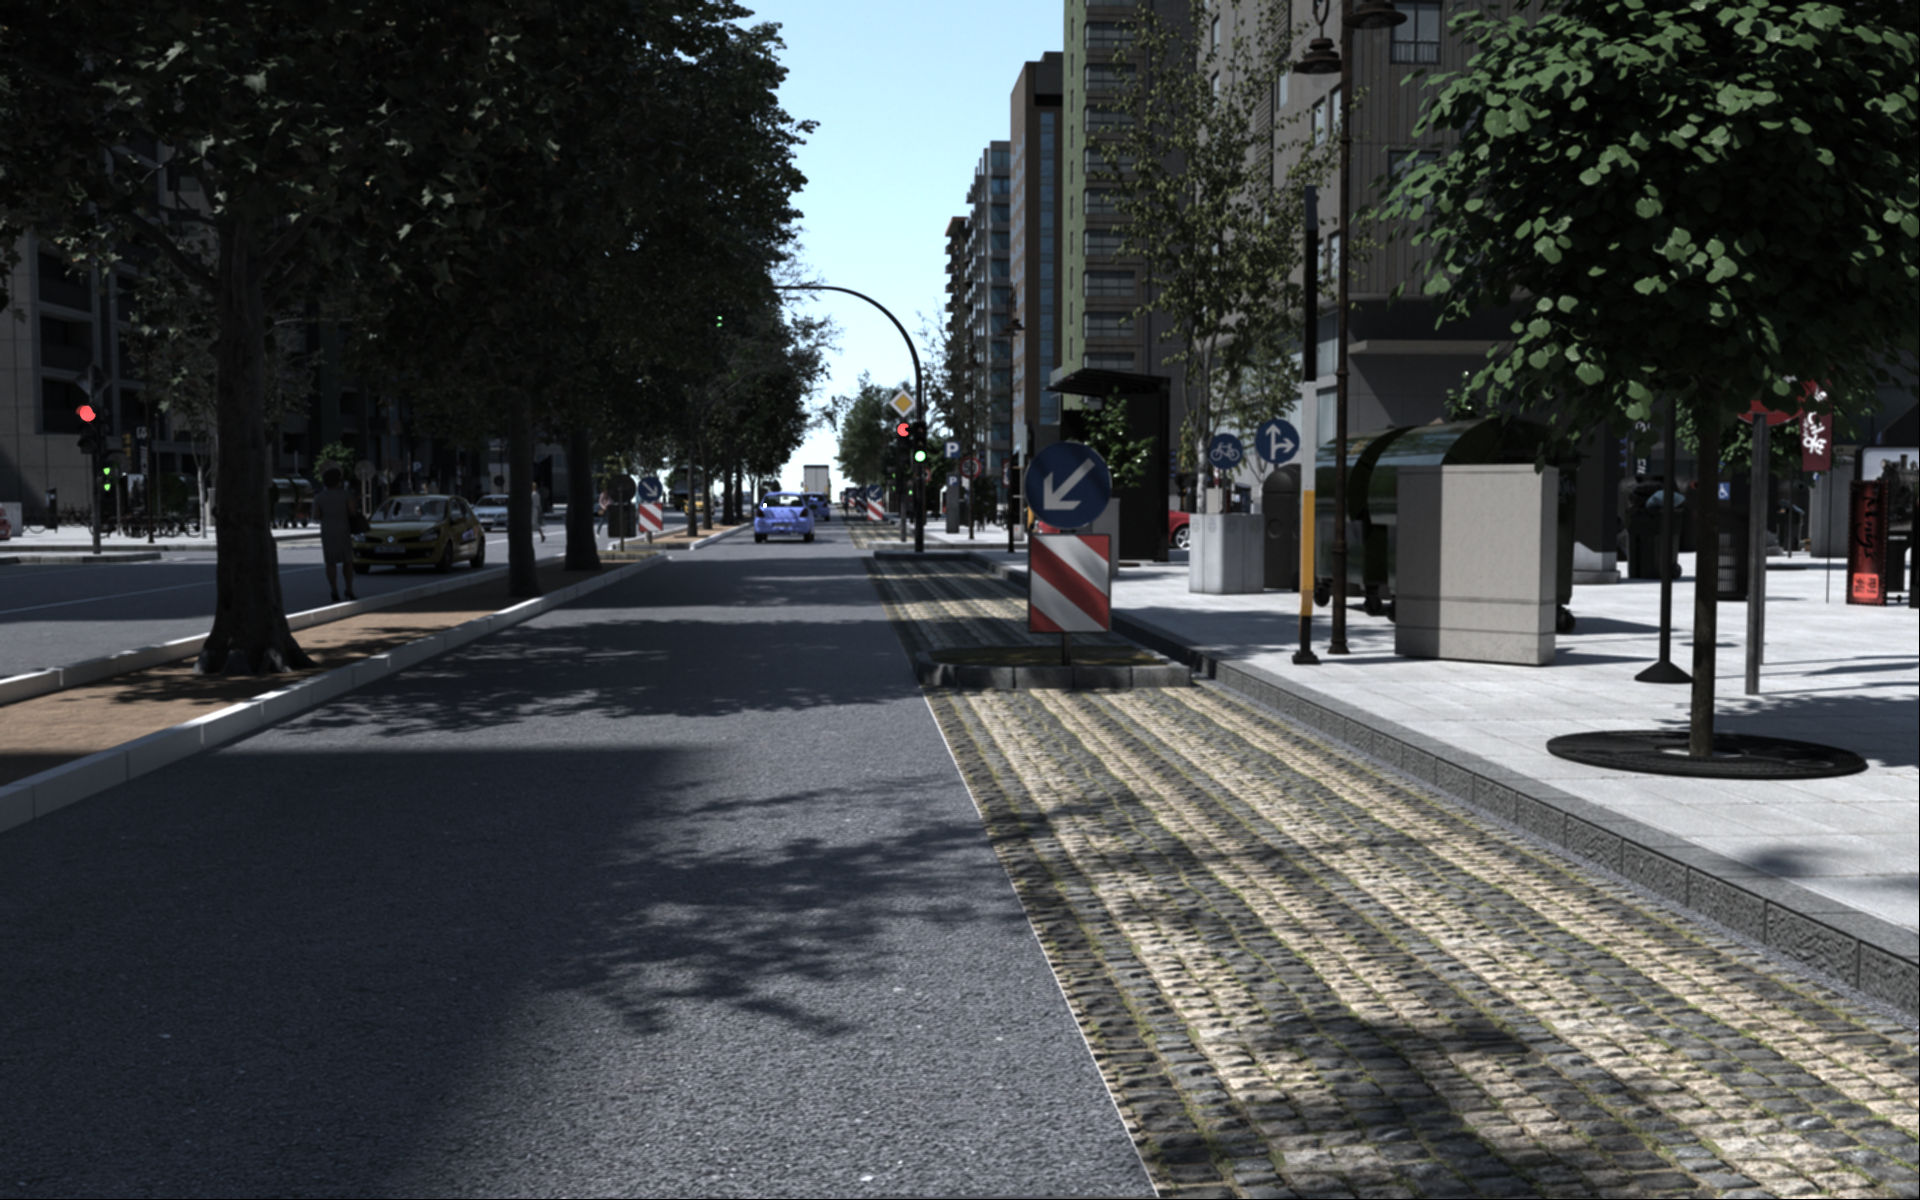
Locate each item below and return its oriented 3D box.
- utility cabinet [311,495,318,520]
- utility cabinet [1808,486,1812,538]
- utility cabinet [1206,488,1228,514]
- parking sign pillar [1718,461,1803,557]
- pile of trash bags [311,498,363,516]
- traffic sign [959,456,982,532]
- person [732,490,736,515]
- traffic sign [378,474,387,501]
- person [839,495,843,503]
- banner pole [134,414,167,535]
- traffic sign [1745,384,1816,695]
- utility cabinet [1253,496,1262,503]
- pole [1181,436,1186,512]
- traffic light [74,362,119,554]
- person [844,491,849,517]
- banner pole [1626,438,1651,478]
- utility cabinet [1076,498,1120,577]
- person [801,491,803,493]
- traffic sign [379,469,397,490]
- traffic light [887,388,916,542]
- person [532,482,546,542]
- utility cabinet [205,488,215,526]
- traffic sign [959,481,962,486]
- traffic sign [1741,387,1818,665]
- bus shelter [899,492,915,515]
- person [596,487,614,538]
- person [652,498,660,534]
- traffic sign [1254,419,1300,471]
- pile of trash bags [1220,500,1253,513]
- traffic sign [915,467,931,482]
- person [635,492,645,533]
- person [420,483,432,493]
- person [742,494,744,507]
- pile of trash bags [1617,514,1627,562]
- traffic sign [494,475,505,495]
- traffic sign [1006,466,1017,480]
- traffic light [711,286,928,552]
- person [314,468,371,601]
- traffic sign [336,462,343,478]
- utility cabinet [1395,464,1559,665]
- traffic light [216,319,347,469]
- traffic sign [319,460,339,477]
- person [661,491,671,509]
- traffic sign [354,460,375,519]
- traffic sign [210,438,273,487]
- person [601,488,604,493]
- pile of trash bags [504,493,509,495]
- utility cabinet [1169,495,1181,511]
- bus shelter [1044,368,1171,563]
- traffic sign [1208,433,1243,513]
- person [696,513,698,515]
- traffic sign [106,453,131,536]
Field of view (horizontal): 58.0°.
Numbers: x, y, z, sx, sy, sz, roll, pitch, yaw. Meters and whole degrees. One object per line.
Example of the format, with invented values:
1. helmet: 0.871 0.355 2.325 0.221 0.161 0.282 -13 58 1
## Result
1. utility cabinet: -31.728 -4.590 86.208 0.306 1.237 1.020 3 5 43
2. utility cabinet: 24.497 -2.525 49.964 1.173 1.500 0.318 0 4 -5
3. utility cabinet: 9.946 -3.590 67.377 1.173 1.500 0.318 2 4 34
4. parking sign pillar: 16.410 -2.912 36.088 1.447 3.967 1.447 -1 4 -21
5. pile of trash bags: -33.910 -5.165 94.200 1.912 1.369 3.447 2 4 29
6. traffic sign: 0.340 -3.536 57.913 0.768 2.556 0.104 0 4 0
7. person: -15.146 -6.658 117.544 0.709 1.800 0.728 -1 4 -23
8. traffic sign: -29.133 -5.225 87.563 0.606 2.300 0.079 0 4 4
9. person: -18.217 -15.952 269.274 1.348 1.831 0.705 2 4 34
10. banner pole: -25.205 -3.909 53.928 0.863 3.779 0.401 -1 4 -19
11. traffic sign: 5.063 -0.666 10.993 0.768 2.556 0.104 0 4 4
12. utility cabinet: 9.126 -2.549 52.833 0.306 1.237 1.020 1 4 16
13. pole: 7.529 -3.945 58.337 0.158 3.312 0.155 0 3 0
14. traffic light: -18.387 -2.930 36.822 0.839 4.253 0.868 0 4 -4
15. person: -7.024 -5.923 107.146 0.330 1.601 0.589 0 4 5
16. banner pole: 19.308 -3.638 49.490 0.863 3.779 0.401 1 4 21
17. utility cabinet: 2.100 -0.940 26.533 0.306 1.237 1.020 2 4 29
18. person: -14.751 -9.313 161.700 0.436 1.711 0.756 -3 5 -40
19. traffic sign: -25.365 -4.625 76.808 0.795 2.450 0.064 0 4 0
20. traffic light: -1.524 -3.498 46.107 0.839 4.253 0.868 0 4 -4
21. person: -12.603 -2.594 51.262 0.624 1.780 0.694 2 4 28
22. utility cabinet: -29.207 -3.652 68.390 0.318 1.500 1.173 2 4 30
23. traffic sign: 0.133 -6.893 112.703 0.884 2.594 0.081 0 4 4
24. traffic sign: 5.987 -0.784 12.924 0.768 2.556 0.104 0 4 1
25. bus shelter: -3.104 -6.985 105.492 1.731 3.624 6.357 0 4 -4
26. person: -11.578 -2.899 56.493 0.643 1.750 0.593 3 5 45
27. person: -10.981 -3.250 62.308 0.731 1.740 0.598 2 4 27
28. traffic sign: 5.371 -1.794 29.431 0.768 2.556 0.104 0 4 5
29. pile of trash bags: 11.089 -3.377 64.961 1.912 1.369 3.447 3 5 39
30. traffic sign: -1.713 -4.893 80.099 0.768 2.556 0.104 0 4 -1
31. person: -11.840 -3.383 63.676 0.748 1.841 0.638 0 4 -3
32. person: -18.741 -3.199 60.828 0.581 1.822 0.654 -1 4 -15
33. person: -24.175 -11.198 191.678 0.705 1.812 1.348 1 4 11
34. pile of trash bags: 12.394 -1.505 34.366 1.912 1.369 3.447 2 4 25
35. traffic sign: -31.372 -7.206 117.928 0.768 2.556 0.104 0 4 1
36. traffic sign: 2.477 -4.807 78.702 0.768 2.556 0.104 0 4 4
37. traffic light: -3.006 -3.864 37.847 4.771 5.953 1.251 0 4 -4
38. person: -8.293 -0.886 23.342 0.716 1.782 0.532 0 4 -5
39. traffic sign: -24.561 -4.147 67.909 0.768 2.556 0.104 0 4 0
40. utility cabinet: 3.949 -0.281 13.270 1.173 1.500 0.318 3 5 42
41. traffic light: -16.906 -4.300 44.975 4.771 5.953 1.251 0 4 -4
42. traffic sign: -23.451 -3.932 64.390 0.768 2.556 0.104 0 4 1
43. person: -28.309 -9.588 165.979 1.217 1.735 0.721 -2 4 -24
44. traffic sign: -22.412 -3.983 65.220 0.768 2.556 0.104 0 4 -1
45. traffic sign: -25.818 -4.181 62.229 2.265 3.308 0.079 0 4 3
46. person: -23.024 -6.245 110.872 0.573 1.790 0.520 -2 4 -28
47. pile of trash bags: -30.947 -6.362 113.775 3.447 1.369 1.912 -3 5 -45
48. utility cabinet: 10.010 -4.373 82.659 1.020 1.237 0.306 0 4 -3
49. bus shelter: 2.932 -2.696 35.365 1.731 3.624 6.357 0 4 -4
50. traffic sign: 5.540 -2.214 36.306 0.768 2.556 0.104 0 4 -1
51. person: -18.220 -6.624 118.617 0.589 1.601 0.330 1 4 15
52. traffic sign: -25.879 -3.250 53.244 0.768 2.556 0.104 0 4 -3
